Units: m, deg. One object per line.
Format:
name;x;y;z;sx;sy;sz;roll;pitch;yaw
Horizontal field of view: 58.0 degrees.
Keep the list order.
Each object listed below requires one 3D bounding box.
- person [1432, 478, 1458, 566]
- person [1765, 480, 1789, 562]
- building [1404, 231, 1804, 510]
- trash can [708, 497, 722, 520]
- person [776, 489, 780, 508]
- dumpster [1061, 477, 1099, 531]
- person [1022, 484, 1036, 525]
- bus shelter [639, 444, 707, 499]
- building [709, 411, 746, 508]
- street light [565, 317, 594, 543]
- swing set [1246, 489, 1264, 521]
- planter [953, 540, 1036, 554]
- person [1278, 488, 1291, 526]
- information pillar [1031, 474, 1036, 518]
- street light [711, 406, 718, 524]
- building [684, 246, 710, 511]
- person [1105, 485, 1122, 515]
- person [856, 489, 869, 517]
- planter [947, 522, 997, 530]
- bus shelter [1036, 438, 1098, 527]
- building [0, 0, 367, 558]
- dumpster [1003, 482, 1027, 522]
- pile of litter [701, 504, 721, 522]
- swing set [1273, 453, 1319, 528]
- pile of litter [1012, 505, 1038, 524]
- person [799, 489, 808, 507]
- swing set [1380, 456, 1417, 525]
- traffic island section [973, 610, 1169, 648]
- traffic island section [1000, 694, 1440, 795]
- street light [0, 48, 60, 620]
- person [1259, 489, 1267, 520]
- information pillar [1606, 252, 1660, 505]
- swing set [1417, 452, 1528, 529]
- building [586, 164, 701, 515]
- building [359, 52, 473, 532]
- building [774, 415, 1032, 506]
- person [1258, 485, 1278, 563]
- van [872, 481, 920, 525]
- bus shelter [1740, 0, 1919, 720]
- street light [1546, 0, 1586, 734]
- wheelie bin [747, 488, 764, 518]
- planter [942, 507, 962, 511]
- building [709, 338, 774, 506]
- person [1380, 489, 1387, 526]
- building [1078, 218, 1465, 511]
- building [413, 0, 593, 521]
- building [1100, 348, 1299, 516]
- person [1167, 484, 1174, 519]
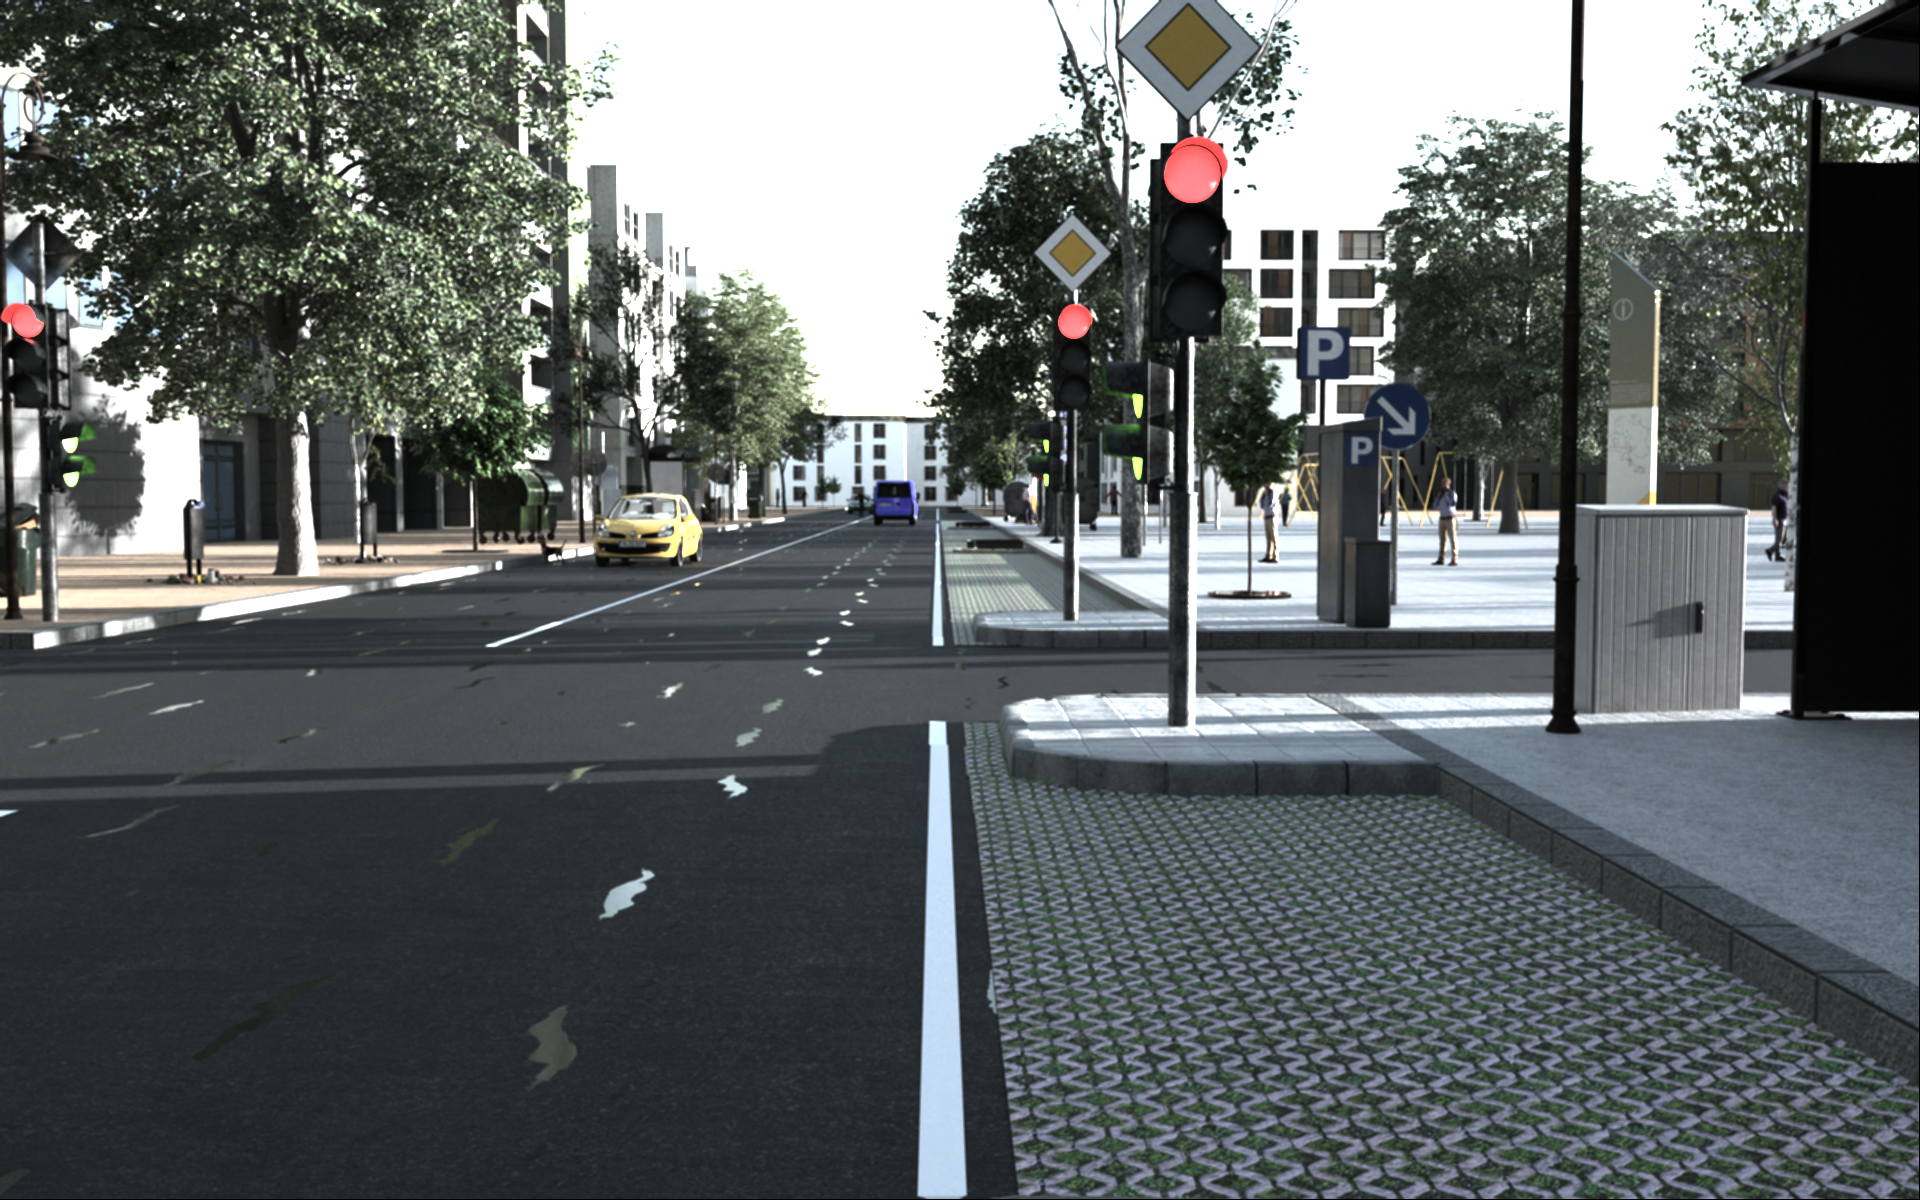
person;8.747;-1.410;31.165;0.319;1.574;0.516;-2;4;-25
person;15.575;-1.506;32.877;0.569;1.553;0.471;-1;4;-9
building;58.196;-18.628;148.541;32.646;21.610;27.936;0;4;-1
trash can;-11.999;-4.472;84.771;0.748;1.137;0.748;0;3;0
person;-17.177;-9.622;163.495;0.705;1.807;1.348;-1;4;-13
dumpster;4.223;-3.368;60.831;1.264;1.857;1.865;0;4;-1
person;2.881;-3.997;72.332;0.436;1.711;0.756;-1;4;-16
bus shelter;-12.070;-4.853;73.278;2.014;3.302;5.546;0;4;-1
building;-33.768;-13.113;156.541;28.070;9.664;9.099;0;4;-1
street light;-9.932;-4.440;45.386;0.468;5.910;1.993;0;4;-1
swing set;15.544;-5.273;83.838;2.862;2.851;3.119;1;4;22
planter;0.822;-1.292;42.266;1.991;0.319;1.994;0;4;-1
person;13.074;-3.759;69.715;0.429;1.552;0.499;-2;4;-27
information pillar;3.740;-5.866;87.272;0.183;3.616;0.504;2;4;26
street light;-10.294;-6.129;72.997;0.468;5.910;1.993;0;4;-1
building;-26.969;-16.743;130.169;16.016;20.091;11.380;0;4;-1
person;9.498;-6.137;106.318;1.348;1.831;0.705;2;4;29
person;-6.149;-6.106;108.861;0.721;1.766;1.217;3;4;38
planter;0.478;-2.973;69.750;1.991;0.319;1.994;0;4;-1
bus shelter;3.879;-5.451;66.755;2.179;5.291;8.768;0;4;-1
building;-28.471;-30.288;37.207;21.231;58.520;28.212;0;4;-1
dumpster;2.665;-4.612;81.163;1.264;1.857;1.865;0;4;-1
pile of litter;-11.964;-4.064;80.408;1.719;0.858;1.176;1;4;21
swing set;13.594;-4.211;66.469;2.862;2.851;3.119;0;4;-5
pile of litter;3.108;-3.763;75.493;1.719;0.858;1.176;0;4;-5
person;-15.204;-9.945;168.651;0.705;1.822;1.348;2;4;35
swing set;18.092;-4.608;72.967;2.862;2.851;3.119;2;4;31
traffic island section;1.149;0.286;17.610;2.009;0.180;2.903;0;4;-1
traffic island section;1.252;0.774;9.625;2.009;0.180;2.903;0;4;-1
street light;-9.705;-2.740;17.583;0.468;5.910;1.993;0;4;-1
person;15.364;-4.925;86.720;0.875;1.805;0.789;1;4;22
information pillar;6.469;-1.551;16.710;0.183;3.616;0.504;-3;4;-37
swing set;19.317;-4.109;64.798;3.119;2.851;2.862;-1;4;-13
building;-26.903;-14.823;108.812;16.747;18.905;31.486;0;4;-1
building;-29.246;-38.128;61.652;20.563;71.187;20.611;0;4;-1
building;-5.926;-15.072;188.572;28.070;9.664;9.099;0;4;-1
person;5.784;-1.487;32.416;0.319;1.574;0.516;0;4;-5
van;-3.020;-4.704;81.292;2.240;2.365;5.245;0;4;0
bus shelter;5.296;-0.950;6.809;1.731;3.624;6.357;0;4;-1
street light;3.256;-2.225;9.173;0.468;5.910;1.993;0;4;-1
wheelie bin;-10.768;-5.093;91.185;0.980;1.594;0.693;1;4;20
planter;-0.519;-7.659;146.357;1.991;0.319;1.994;0;4;-1
building;-36.466;-19.930;192.309;31.486;18.905;16.747;0;4;-1
person;16.921;-3.713;69.445;0.574;1.496;0.600;-2;4;-26
building;23.133;-18.394;144.715;27.936;21.610;32.646;0;4;-1
building;-25.550;-24.241;79.932;14.154;41.232;14.086;0;4;-1
building;14.881;-10.477;113.438;9.099;9.664;28.070;0;4;-1
person;10.386;-4.782;84.369;0.875;1.805;0.789;1;4;23
